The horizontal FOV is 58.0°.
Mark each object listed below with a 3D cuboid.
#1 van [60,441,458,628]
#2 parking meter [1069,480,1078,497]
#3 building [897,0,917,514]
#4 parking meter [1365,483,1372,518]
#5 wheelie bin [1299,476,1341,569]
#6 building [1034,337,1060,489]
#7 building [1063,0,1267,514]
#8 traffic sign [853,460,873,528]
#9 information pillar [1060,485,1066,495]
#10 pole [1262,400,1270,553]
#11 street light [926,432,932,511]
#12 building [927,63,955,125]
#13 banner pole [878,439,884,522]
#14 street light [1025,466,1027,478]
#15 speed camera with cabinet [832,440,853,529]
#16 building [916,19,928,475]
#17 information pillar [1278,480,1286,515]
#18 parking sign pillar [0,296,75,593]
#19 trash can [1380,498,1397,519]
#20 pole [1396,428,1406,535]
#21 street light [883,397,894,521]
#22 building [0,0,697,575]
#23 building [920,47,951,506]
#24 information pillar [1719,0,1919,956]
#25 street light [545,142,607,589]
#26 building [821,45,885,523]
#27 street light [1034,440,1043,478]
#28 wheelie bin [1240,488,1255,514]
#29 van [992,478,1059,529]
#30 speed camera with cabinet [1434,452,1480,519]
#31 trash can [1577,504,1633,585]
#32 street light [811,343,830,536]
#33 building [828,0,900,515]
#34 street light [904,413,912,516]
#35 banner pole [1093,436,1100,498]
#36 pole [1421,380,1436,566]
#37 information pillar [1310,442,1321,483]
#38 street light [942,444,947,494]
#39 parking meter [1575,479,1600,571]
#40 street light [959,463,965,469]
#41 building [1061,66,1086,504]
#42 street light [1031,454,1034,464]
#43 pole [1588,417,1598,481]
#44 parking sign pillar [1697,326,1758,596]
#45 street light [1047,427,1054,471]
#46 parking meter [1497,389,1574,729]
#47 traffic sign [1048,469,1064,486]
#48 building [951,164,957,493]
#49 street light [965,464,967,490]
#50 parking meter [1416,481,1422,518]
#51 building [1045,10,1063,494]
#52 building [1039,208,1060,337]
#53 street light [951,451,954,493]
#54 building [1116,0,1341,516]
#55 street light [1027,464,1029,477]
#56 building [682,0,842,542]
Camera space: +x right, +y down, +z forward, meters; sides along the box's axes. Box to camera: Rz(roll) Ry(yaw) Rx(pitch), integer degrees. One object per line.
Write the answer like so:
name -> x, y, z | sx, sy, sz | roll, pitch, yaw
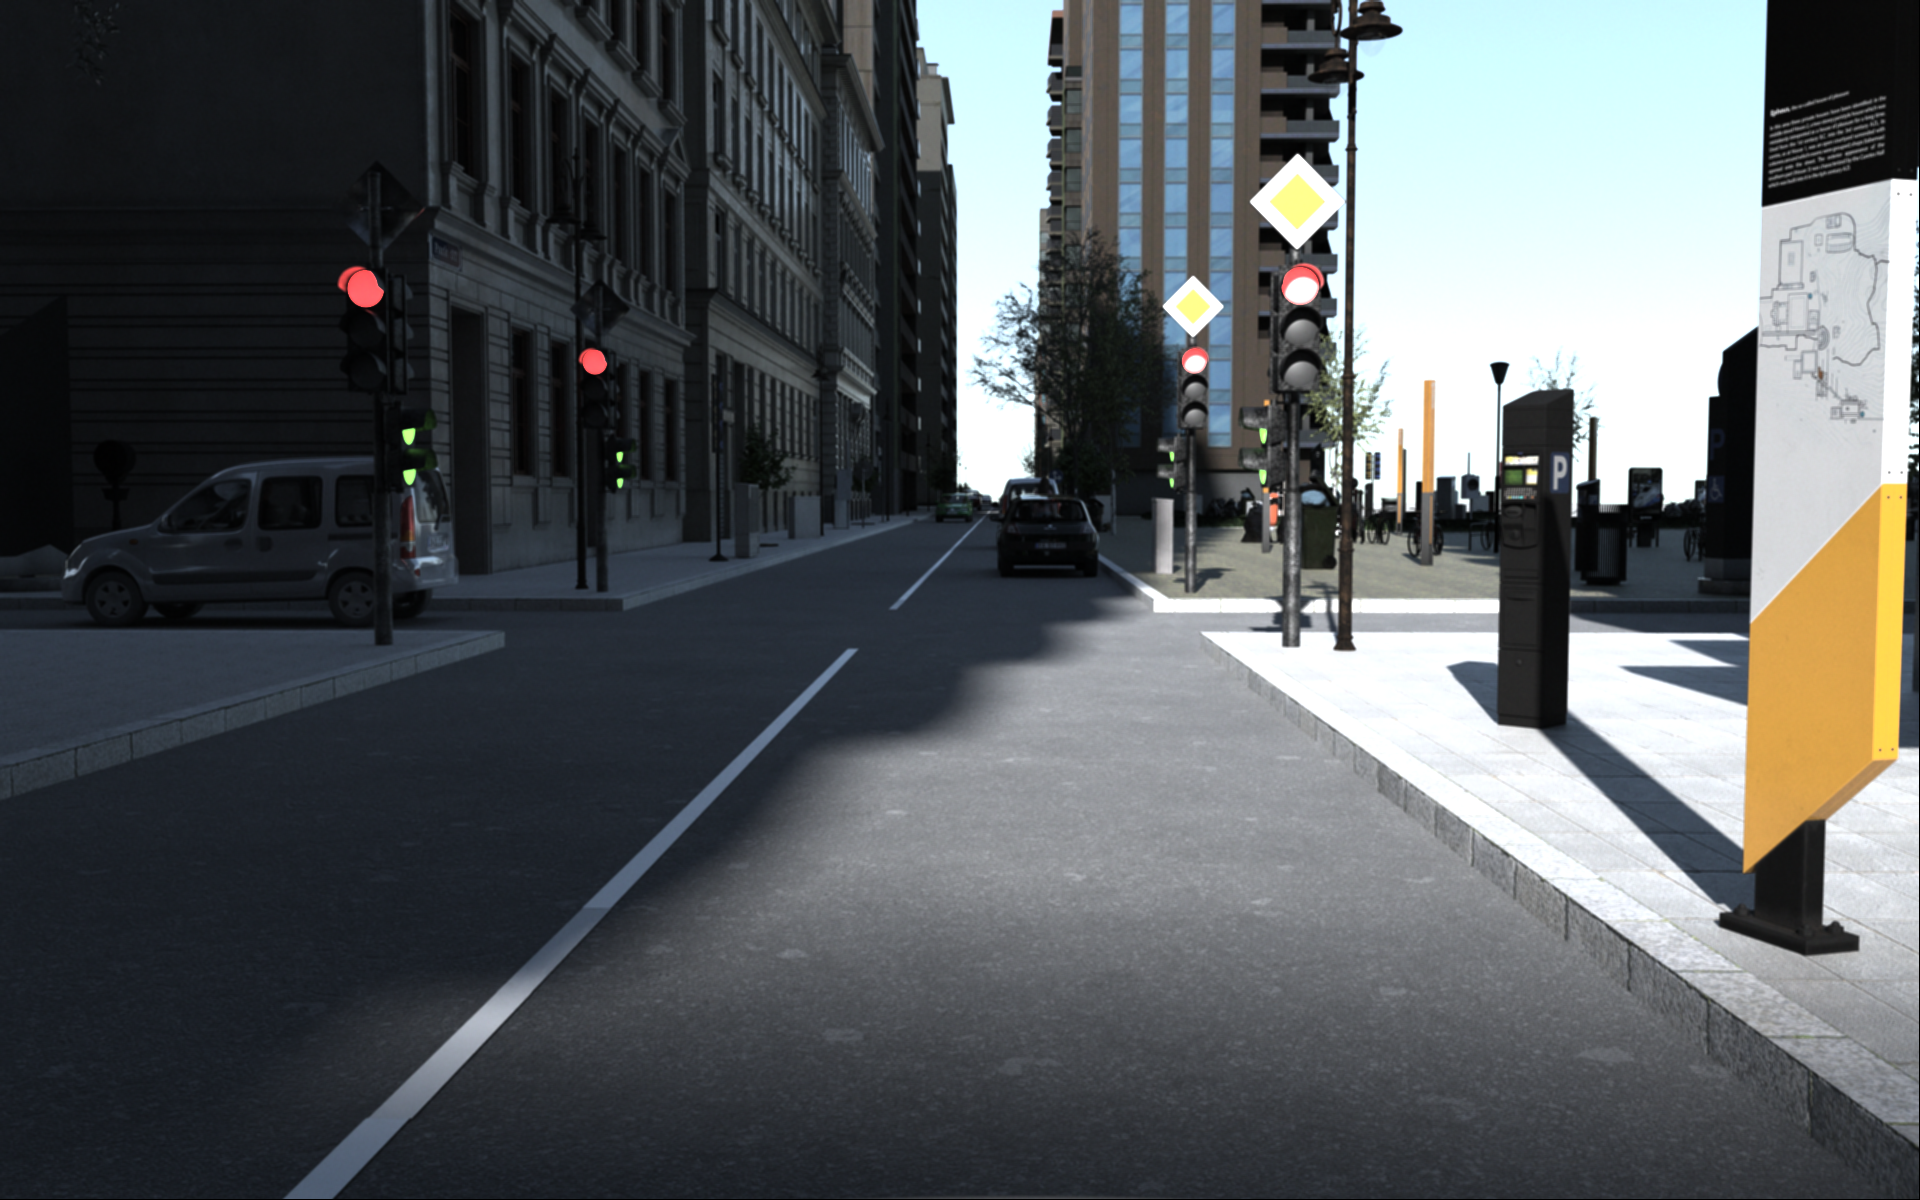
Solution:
van -> -7.797, -0.753, 19.326 | 4.112, 2.044, 2.013 | 0, 4, 1
parking meter -> 4.750, -4.086, 72.510 | 0.255, 1.863, 0.399 | 2, 4, 30
building -> -14.246, -30.509, 122.518 | 21.300, 48.544, 21.600 | 0, 4, 2
parking meter -> 21.648, -5.267, 91.823 | 0.255, 1.863, 0.399 | -1, 4, -15
wheelie bin -> 6.093, -1.332, 29.679 | 0.693, 1.594, 0.980 | 0, 4, -4
building -> 22.787, -21.963, 204.142 | 27.650, 21.520, 28.899 | 0, 4, 2
building -> 15.090, -29.632, 134.602 | 14.600, 45.320, 14.200 | 0, 4, 2
traffic sign -> -3.658, -3.989, 65.329 | 0.768, 2.556, 0.104 | 0, 4, 3
information pillar -> 5.702, -5.602, 96.081 | 0.304, 2.012, 0.304 | -1, 4, -9
pole -> 6.675, -2.684, 37.718 | 0.158, 3.312, 0.155 | 0, 3, 0
street light -> -2.341, -9.544, 128.825 | 0.468, 5.910, 1.993 | 0, 4, 2
building -> -15.325, -38.415, 217.317 | 28.713, 52.752, 27.495 | 0, 4, 2
banner pole -> -3.551, -5.381, 77.998 | 0.401, 3.779, 0.863 | 1, 4, 17
street light -> 8.910, -15.495, 226.131 | 0.468, 5.910, 1.993 | 0, 4, 2
speed camera with cabinet -> -4.361, -4.248, 63.792 | 0.660, 3.252, 2.038 | -1, 4, -8
building -> -14.908, -32.349, 148.509 | 23.786, 49.044, 30.456 | 0, 4, 2
information pillar -> 16.608, -5.192, 89.374 | 0.304, 2.012, 0.304 | 2, 4, 26
parking sign pillar -> -12.593, -2.121, 23.147 | 1.447, 3.967, 1.447 | 2, 4, 27
trash can -> 15.640, -3.137, 62.945 | 0.748, 1.137, 0.748 | 0, 3, 0
pole -> 13.644, -3.661, 53.704 | 0.158, 3.312, 0.155 | 0, 3, 0
street light -> -3.446, -6.714, 82.565 | 0.468, 5.910, 1.993 | 0, 4, 2
building -> -12.343, -12.115, 34.245 | 11.583, 22.565, 21.152 | 0, 4, 2
building -> -12.348, -34.811, 192.855 | 21.300, 48.544, 21.600 | 0, 4, 2
information pillar -> 2.410, -0.823, 4.806 | 0.183, 3.616, 0.504 | -1, 4, -17
street light -> -5.118, -3.087, 23.265 | 0.468, 5.910, 1.993 | 0, 4, 2
building -> -9.885, -15.645, 84.681 | 11.050, 23.489, 19.941 | 0, 4, 2
street light -> 6.655, -10.465, 143.891 | 0.468, 5.910, 1.993 | 0, 4, 2
wheelie bin -> 14.267, -4.774, 85.967 | 0.693, 1.594, 0.980 | 0, 4, 0
van -> 1.847, -2.377, 45.881 | 2.013, 2.044, 4.112 | 0, 4, 1
speed camera with cabinet -> 23.329, -5.321, 81.339 | 2.038, 3.252, 0.660 | -1, 4, -10
trash can -> 9.107, -0.785, 24.483 | 0.748, 1.137, 0.748 | 0, 3, 0
street light -> -4.258, -4.912, 53.092 | 0.468, 5.910, 1.993 | 0, 4, 2
building -> -11.138, -25.749, 104.585 | 14.154, 41.232, 14.086 | 0, 4, 2
street light -> -3.003, -7.744, 99.407 | 0.468, 5.910, 1.993 | 0, 4, 2
banner pole -> 5.697, -5.031, 72.266 | 0.401, 3.779, 0.863 | -1, 4, -18
pole -> 8.381, -2.272, 30.998 | 0.158, 3.312, 0.155 | 0, 3, 0
information pillar -> 16.054, -5.309, 78.159 | 0.504, 3.616, 0.183 | 0, 4, -8
street light -> -1.425, -11.363, 158.568 | 0.468, 5.910, 1.993 | 0, 4, 2
parking meter -> 10.495, -1.257, 28.971 | 0.372, 1.533, 0.369 | 0, 3, 0
street light -> 0.017, -14.639, 212.129 | 0.468, 5.910, 1.993 | 0, 4, 2
building -> 14.053, -21.333, 120.502 | 14.160, 30.474, 14.107 | 0, 4, 2
street light -> 7.564, -12.264, 173.303 | 0.468, 5.910, 1.993 | 0, 4, 2
pole -> 16.790, -3.190, 46.001 | 0.158, 3.312, 0.155 | 0, 3, 0
parking sign pillar -> 10.321, -2.067, 22.271 | 1.447, 3.967, 1.447 | -1, 4, -10
street light -> 5.949, -8.630, 113.883 | 0.468, 5.910, 1.993 | 0, 4, 2
parking meter -> 3.181, -0.237, 9.582 | 0.399, 1.863, 0.255 | -3, 5, -45
traffic sign -> 4.867, -5.364, 87.807 | 0.768, 2.556, 0.104 | 0, 4, 4
building -> -11.357, -37.807, 241.850 | 21.300, 48.544, 21.600 | 0, 4, 2
street light -> 0.802, -16.438, 241.544 | 0.468, 5.910, 1.993 | 0, 4, 2
parking meter -> 21.055, -4.505, 79.374 | 0.255, 1.863, 0.399 | 2, 4, 28
building -> 18.948, -30.736, 157.163 | 22.147, 44.769, 28.867 | 0, 4, 2
building -> 18.311, -34.586, 249.077 | 14.154, 41.232, 14.086 | 0, 4, 2
street light -> -0.823, -12.840, 182.716 | 0.468, 5.910, 1.993 | 0, 4, 2
building -> 14.620, -27.843, 105.352 | 14.600, 45.320, 14.200 | 0, 4, 2
street light -> 8.161, -13.696, 196.715 | 0.468, 5.910, 1.993 | 0, 4, 2
building -> -13.509, -13.856, 59.832 | 16.112, 22.955, 30.059 | 0, 4, 2
